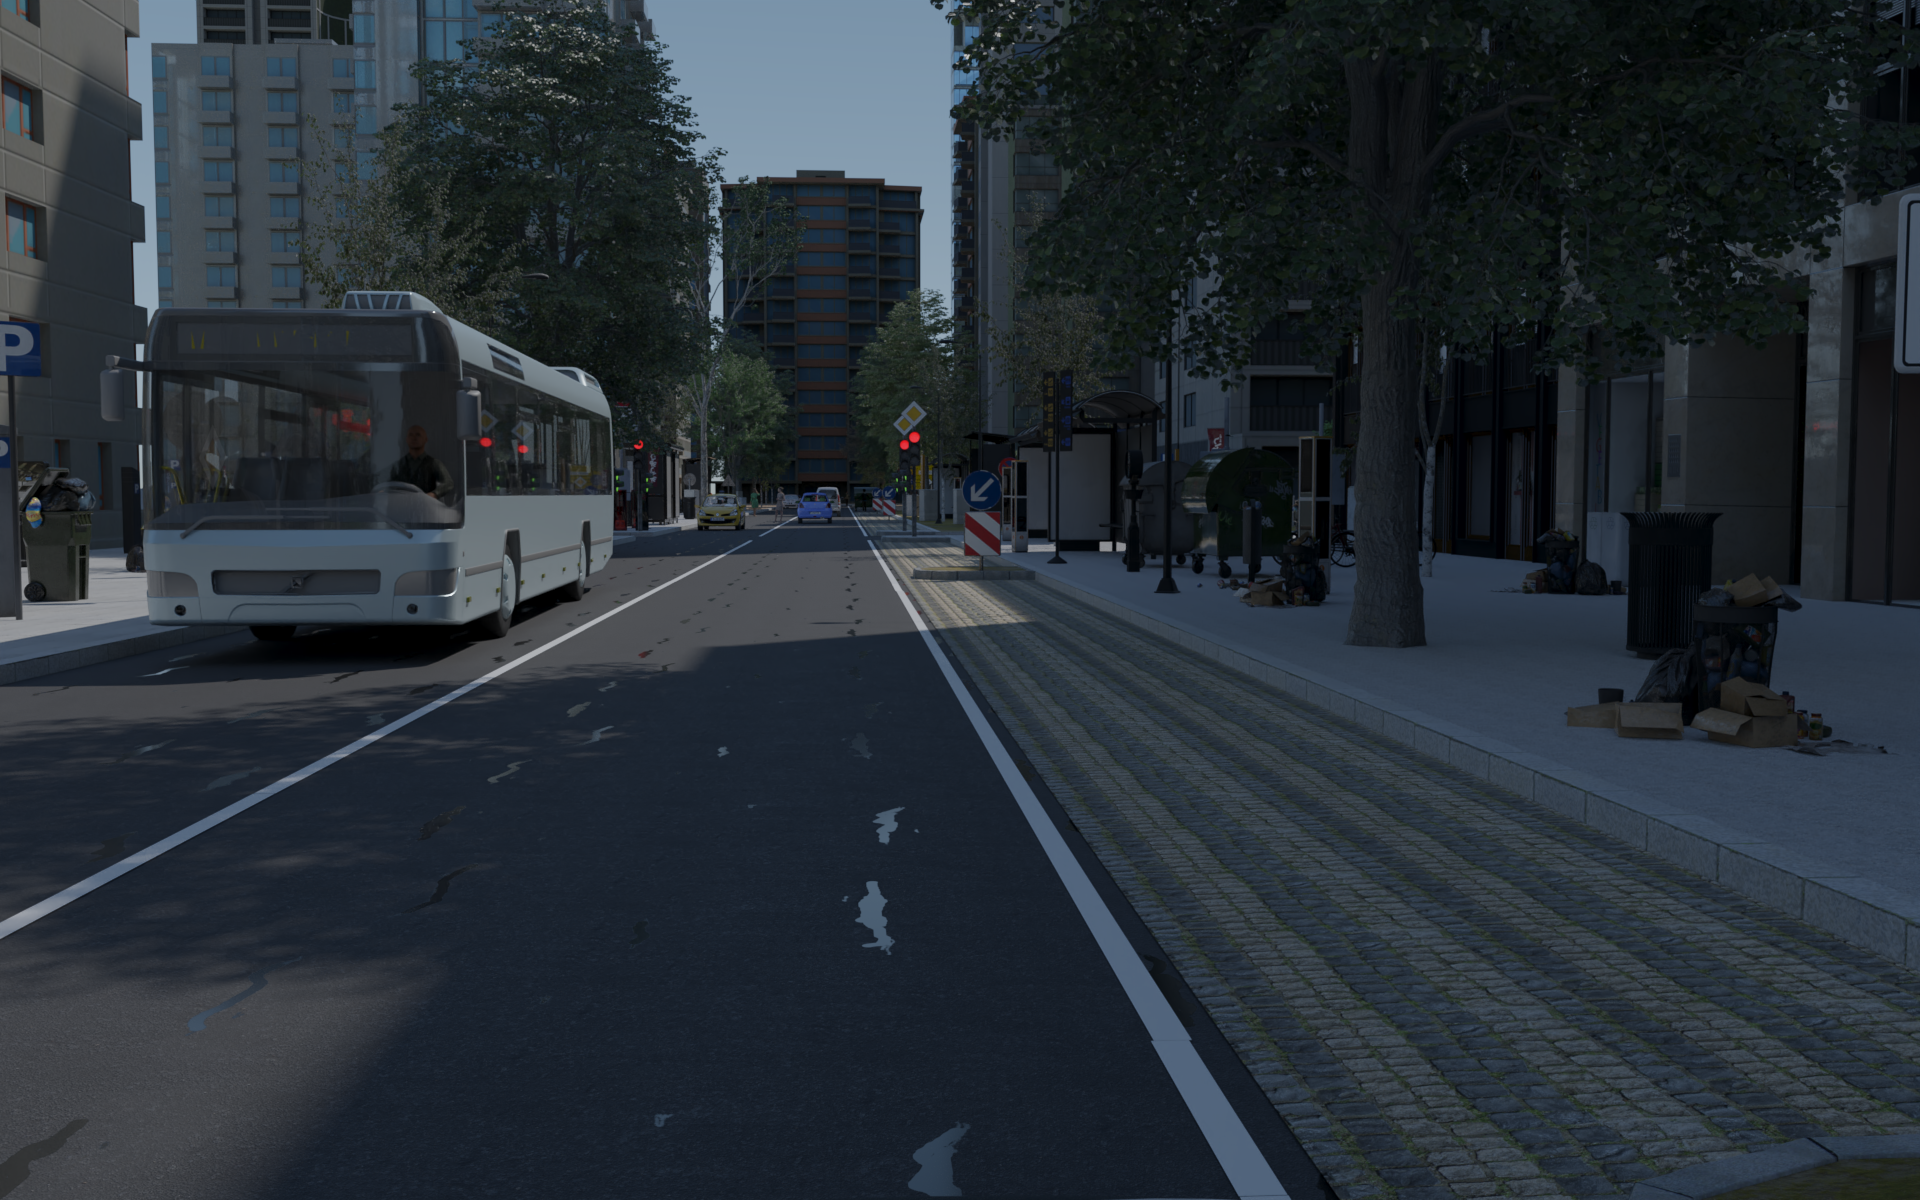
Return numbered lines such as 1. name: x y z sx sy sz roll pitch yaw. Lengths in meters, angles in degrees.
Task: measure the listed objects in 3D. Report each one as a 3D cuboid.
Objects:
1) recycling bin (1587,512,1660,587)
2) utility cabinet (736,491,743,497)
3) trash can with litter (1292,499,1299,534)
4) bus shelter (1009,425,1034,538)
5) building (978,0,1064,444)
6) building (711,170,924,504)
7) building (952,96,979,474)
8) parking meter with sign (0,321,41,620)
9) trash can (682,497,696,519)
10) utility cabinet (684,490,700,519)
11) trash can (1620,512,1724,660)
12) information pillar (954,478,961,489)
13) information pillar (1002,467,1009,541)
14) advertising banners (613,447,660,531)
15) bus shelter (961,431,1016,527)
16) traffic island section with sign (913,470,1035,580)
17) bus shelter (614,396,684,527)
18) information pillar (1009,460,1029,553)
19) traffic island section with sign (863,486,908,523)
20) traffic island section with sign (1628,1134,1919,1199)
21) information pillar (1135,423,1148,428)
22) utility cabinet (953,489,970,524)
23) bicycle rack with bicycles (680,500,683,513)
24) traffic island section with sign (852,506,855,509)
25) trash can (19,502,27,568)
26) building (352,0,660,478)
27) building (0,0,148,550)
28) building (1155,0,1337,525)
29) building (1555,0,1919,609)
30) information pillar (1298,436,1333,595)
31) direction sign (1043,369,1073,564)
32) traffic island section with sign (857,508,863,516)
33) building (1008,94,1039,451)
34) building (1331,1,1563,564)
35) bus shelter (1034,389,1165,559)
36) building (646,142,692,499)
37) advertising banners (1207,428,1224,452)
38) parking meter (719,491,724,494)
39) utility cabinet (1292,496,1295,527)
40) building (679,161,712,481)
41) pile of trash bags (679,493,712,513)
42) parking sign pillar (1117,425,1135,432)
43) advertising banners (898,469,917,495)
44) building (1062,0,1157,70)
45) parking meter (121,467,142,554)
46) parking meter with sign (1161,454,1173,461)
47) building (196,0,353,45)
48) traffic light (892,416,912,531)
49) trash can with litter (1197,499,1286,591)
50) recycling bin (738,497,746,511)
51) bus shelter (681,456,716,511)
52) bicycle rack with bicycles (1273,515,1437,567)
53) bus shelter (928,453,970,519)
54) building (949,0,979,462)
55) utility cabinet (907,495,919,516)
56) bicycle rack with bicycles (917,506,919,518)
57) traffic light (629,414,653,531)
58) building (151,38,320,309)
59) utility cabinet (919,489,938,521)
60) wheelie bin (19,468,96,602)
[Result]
1. recycling bin: 9.273 -0.713 24.213 0.722 1.027 0.722 -1 4 -17
2. utility cabinet: -16.878 -7.535 131.880 0.318 1.500 1.173 1 4 10
3. trash can with litter: 8.760 -1.944 43.169 1.055 1.170 0.624 -2 4 -31
4. bus shelter: 2.603 -3.293 47.758 2.014 3.302 5.546 0 4 -4
5. building: 12.223 -37.841 160.702 21.231 58.520 28.212 0 4 -4
6. building: -19.608 -35.608 236.816 28.867 44.769 22.147 0 4 -4
7. building: 10.586 -32.724 189.664 22.147 44.769 28.867 0 4 -4
8. parking meter with sign: -10.177 -1.338 18.141 1.738 3.016 0.543 3 5 45
9. trash can: -13.679 -4.642 87.551 0.748 1.137 0.748 0 3 0
10. utility cabinet: -13.717 -4.893 88.676 0.318 1.500 1.173 -2 4 -34
11. trash can: 5.527 -0.113 13.495 0.748 1.137 0.748 0 3 0
12. information pillar: -0.097 -4.476 77.676 0.304 2.012 0.304 0 4 5
13. information pillar: 1.351 -2.612 47.203 0.304 2.012 0.304 2 4 28
14. advertising banners: -12.082 -4.187 64.644 2.074 3.025 0.090 1 4 22
15. bus shelter: 1.102 -4.668 67.597 1.731 3.624 6.357 0 4 -4
16. traffic island section with sign: 0.205 -1.281 29.567 1.989 1.847 2.006 0 4 -4
17. bus shelter: -12.916 -5.764 71.865 2.179 5.291 8.768 0 4 -4
18. information pillar: 1.314 -2.048 37.979 0.304 2.012 0.304 -1 4 -14
19. traffic island section with sign: -3.596 -4.658 84.788 1.989 1.847 2.006 0 4 -4
20. traffic island section with sign: 2.068 0.379 2.436 1.989 1.847 2.006 0 4 -4
21. information pillar: 5.022 -3.466 48.017 0.183 3.616 0.504 -2 4 -33
22. utility cabinet: 0.299 -3.921 72.791 1.173 1.500 0.318 -2 4 -31
23. bicycle rack with bicycles: -18.541 -6.270 115.893 2.925 0.926 2.852 2 4 35
24. traffic island section with sign: -8.885 -9.366 161.763 1.989 1.847 2.006 0 4 -4
25. trash can: -16.537 -1.143 30.348 0.748 1.137 0.748 0 3 0
26. building: -37.773 -32.291 147.563 23.786 49.044 30.456 0 4 -4
27. building: -33.675 -11.192 28.027 28.899 21.520 27.650 0 4 -4
28. building: 20.960 -39.171 78.705 20.611 71.187 20.563 0 4 -4
29. building: 20.606 -12.670 11.667 19.350 26.468 34.151 0 4 -4
30. information pillar: 4.533 -1.078 22.121 0.304 2.012 0.304 -2 4 -29
31. direction sign: 1.795 -2.440 31.895 0.379 3.537 0.876 -2 4 -33
32. traffic island section with sign: -5.481 -6.332 112.157 1.989 1.847 2.006 0 4 -4
33. building: 10.367 -21.861 129.136 14.160 30.474 14.107 0 4 -4
34. building: 16.381 -12.690 37.156 12.332 23.373 15.834 0 4 -4
35. bus shelter: 2.923 -2.594 36.330 2.014 3.302 5.546 0 4 -4
36. building: -40.980 -30.113 184.221 23.993 40.220 32.217 0 4 -4
37. advertising banners: 7.460 -3.014 45.472 2.074 3.025 0.090 2 4 28
38. parking meter: -17.141 -7.113 124.700 0.372 1.533 0.369 0 3 0
39. utility cabinet: 12.776 -3.498 68.352 0.306 1.237 1.020 -2 4 -25
40. building: -40.819 -35.551 231.363 14.200 45.320 14.600 0 4 -4
41. pile of trash bags: -18.230 -6.705 119.384 3.447 1.369 1.912 3 5 39
42. parking sign pillar: 5.180 -3.890 52.076 1.447 3.967 1.447 2 4 29
43. advertising banners: -2.913 -6.875 108.591 2.074 3.025 0.090 1 4 13
44. building: 12.535 -20.046 99.446 14.160 30.474 14.107 0 4 -4
45. parking meter: -17.893 -1.939 37.417 0.255 1.863 0.399 0 4 0
46. parking meter with sign: 8.907 -4.837 75.347 0.543 3.016 1.738 0 4 1
47. building: -87.274 -48.443 230.287 20.611 71.187 20.563 0 4 -4
48. traffic light: -1.949 -4.355 60.130 0.839 4.253 0.868 0 4 -4
49. trash can with litter: 4.098 -0.777 23.769 1.678 1.210 2.233 0 4 7
50. recycling bin: -16.579 -7.216 130.532 0.722 1.027 0.722 2 4 24
51. bus shelter: -16.600 -7.281 110.333 1.731 3.624 6.357 0 4 -4
52. bicycle rack with bicycles: 7.058 -1.085 31.119 2.925 0.926 2.852 1 4 9
53. bus shelter: -0.500 -5.705 87.198 2.014 3.302 5.546 0 4 -4
54. building: 10.389 -56.548 237.230 31.000 86.520 22.319 0 4 -4
55. utility cabinet: -2.740 -5.489 100.902 0.306 1.237 1.020 -2 4 -35
56. bicycle rack with bicycles: -1.107 -4.866 92.947 2.925 0.926 2.852 -2 4 -32
57. traffic light: -10.988 -4.316 59.495 0.839 4.253 0.868 0 4 -4
58. building: -68.836 -34.616 185.583 30.456 49.044 23.786 0 4 -4
59. utility cabinet: -1.469 -4.473 81.815 0.318 1.500 1.173 2 4 32
60. wheelie bin: -10.858 -0.794 20.888 0.693 1.594 0.980 0 4 -6
